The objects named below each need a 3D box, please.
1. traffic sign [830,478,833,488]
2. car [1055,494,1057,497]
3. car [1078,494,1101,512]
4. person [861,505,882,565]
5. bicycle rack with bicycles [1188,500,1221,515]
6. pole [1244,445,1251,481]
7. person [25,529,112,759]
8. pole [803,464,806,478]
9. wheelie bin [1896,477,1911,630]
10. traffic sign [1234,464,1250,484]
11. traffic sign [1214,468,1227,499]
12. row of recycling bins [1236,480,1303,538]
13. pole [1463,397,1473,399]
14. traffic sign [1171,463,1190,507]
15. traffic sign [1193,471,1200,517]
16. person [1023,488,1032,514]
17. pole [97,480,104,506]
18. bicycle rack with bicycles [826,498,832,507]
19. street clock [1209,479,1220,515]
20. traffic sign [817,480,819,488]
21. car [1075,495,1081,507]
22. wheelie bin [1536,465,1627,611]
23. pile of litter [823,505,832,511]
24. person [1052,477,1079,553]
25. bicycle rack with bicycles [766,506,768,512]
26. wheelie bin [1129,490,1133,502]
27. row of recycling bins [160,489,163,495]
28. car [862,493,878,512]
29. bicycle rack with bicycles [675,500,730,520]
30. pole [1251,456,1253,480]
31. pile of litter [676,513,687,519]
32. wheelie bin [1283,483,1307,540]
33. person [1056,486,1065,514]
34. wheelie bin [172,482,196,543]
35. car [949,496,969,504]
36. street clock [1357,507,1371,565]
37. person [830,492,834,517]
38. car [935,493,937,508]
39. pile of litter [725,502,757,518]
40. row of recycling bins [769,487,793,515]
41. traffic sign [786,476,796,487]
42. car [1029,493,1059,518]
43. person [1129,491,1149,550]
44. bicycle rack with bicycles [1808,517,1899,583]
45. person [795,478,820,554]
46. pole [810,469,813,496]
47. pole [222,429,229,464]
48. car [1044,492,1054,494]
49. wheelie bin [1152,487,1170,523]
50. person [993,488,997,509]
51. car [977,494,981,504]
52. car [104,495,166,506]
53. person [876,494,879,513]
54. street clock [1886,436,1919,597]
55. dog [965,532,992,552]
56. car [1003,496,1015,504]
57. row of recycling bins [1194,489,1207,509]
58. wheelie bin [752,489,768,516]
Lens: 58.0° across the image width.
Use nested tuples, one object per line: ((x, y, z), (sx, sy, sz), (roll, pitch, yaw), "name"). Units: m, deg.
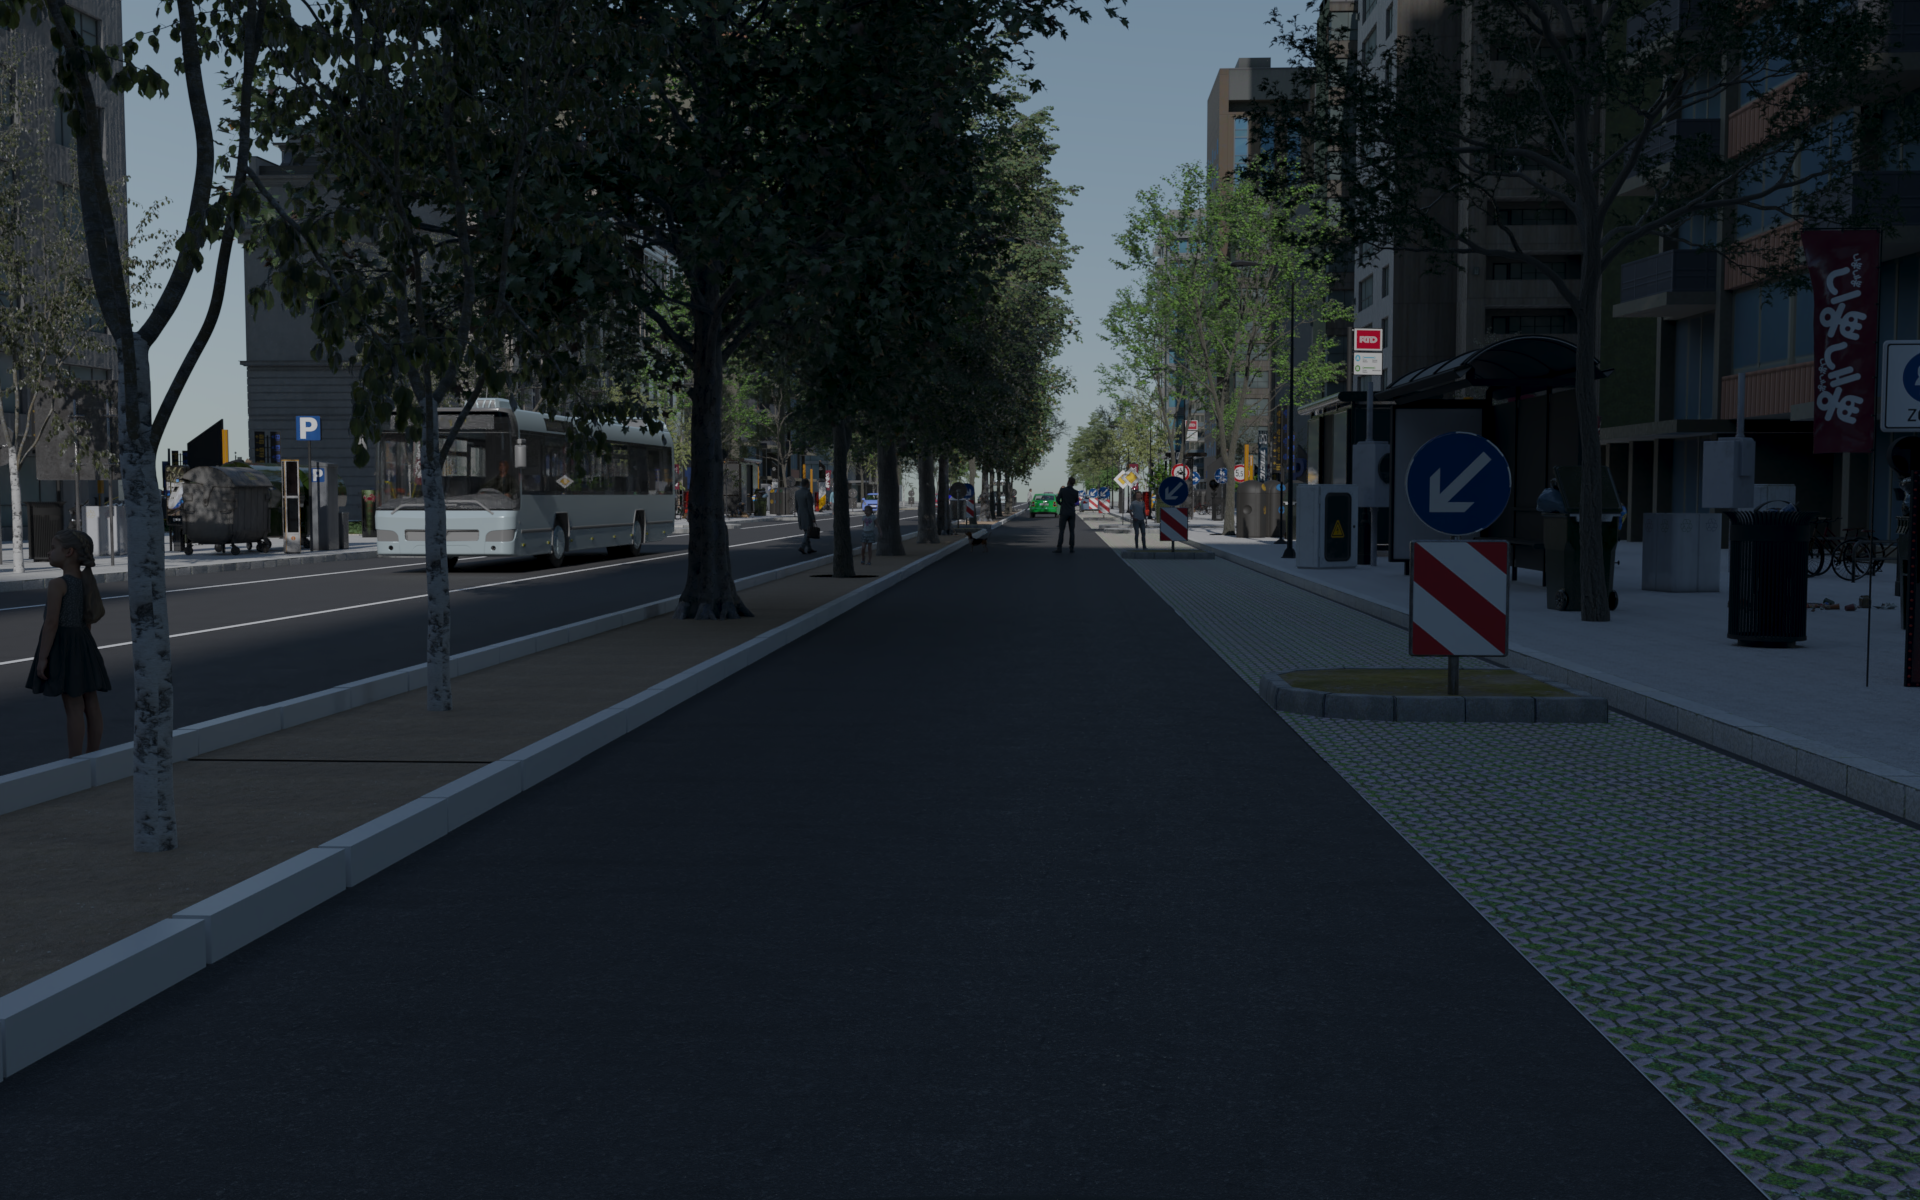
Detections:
((-10.043, -8.375, 137.044), (0.768, 2.556, 0.104), (1, 4, 13), "traffic sign")
((6.862, -7.422, 131.143), (2.009, 1.686, 4.222), (0, 4, 4), "car")
((9.857, -7.191, 129.577), (2.014, 1.417, 4.499), (0, 4, 1), "car")
((-1.780, -1.300, 34.771), (0.505, 1.210, 0.382), (1, 4, 17), "person")
((15.311, -5.656, 105.863), (2.925, 0.926, 2.852), (2, 4, 29), "bicycle rack with bicycles")
((11.807, -4.749, 71.487), (0.158, 3.312, 0.155), (0, 3, 0), "pole")
((-4.533, 0.268, 8.781), (0.373, 1.253, 0.362), (1, 4, 10), "person")
((-10.577, -7.584, 117.833), (0.158, 3.312, 0.155), (0, 3, 0), "pole")
((9.109, -0.502, 16.116), (0.693, 1.594, 0.980), (1, 4, 16), "wheelie bin")
((12.037, -4.543, 74.381), (0.768, 2.556, 0.104), (1, 4, 11), "traffic sign")
((12.795, -5.164, 84.534), (0.768, 2.556, 0.104), (1, 4, 12), "traffic sign")
((9.637, -2.716, 51.517), (3.534, 1.692, 1.069), (-2, 4, -33), "row of recycling bins")
((10.688, -2.610, 36.518), (0.158, 3.312, 0.155), (0, 3, 0), "pole")
((9.174, -4.401, 72.057), (0.768, 2.556, 0.104), (1, 4, 10), "traffic sign")
((13.093, -5.942, 97.264), (0.768, 2.556, 0.104), (1, 4, 12), "traffic sign")
((4.984, -7.188, 125.872), (0.795, 1.843, 0.661), (0, 4, 7), "person")
((-32.019, -4.323, 64.521), (0.158, 3.312, 0.155), (0, 3, 0), "pole")
((-10.631, -7.984, 143.919), (2.925, 0.926, 2.852), (-1, 4, -23), "bicycle rack with bicycles")
((12.489, -4.926, 85.109), (0.471, 2.002, 0.358), (2, 4, 29), "street clock")
((-10.023, -7.533, 125.294), (0.606, 2.300, 0.079), (0, 4, 8), "traffic sign")
((12.626, -10.145, 178.450), (1.945, 1.354, 3.894), (0, 4, 4), "car")
((6.826, -0.688, 19.153), (0.980, 1.594, 0.693), (0, 4, -7), "wheelie bin")
((-10.629, -7.312, 133.521), (1.719, 0.858, 1.176), (0, 4, 0), "pile of litter")
((2.589, -2.089, 42.462), (0.655, 1.846, 0.447), (-1, 4, -14), "person")
((-15.201, -6.565, 120.714), (2.925, 0.926, 2.852), (3, 5, 41), "bicycle rack with bicycles")
((14.379, -8.284, 143.349), (0.693, 1.594, 0.980), (-2, 4, -35), "wheelie bin")
((-63.918, -7.968, 137.395), (1.069, 1.692, 3.534), (1, 4, 21), "row of recycling bins")
((-6.617, -7.668, 134.959), (1.945, 1.707, 3.694), (0, 4, 4), "car")
((-12.762, -4.392, 85.185), (2.925, 0.926, 2.852), (-2, 4, -34), "bicycle rack with bicycles")
((15.434, -5.990, 91.775), (0.158, 3.312, 0.155), (0, 3, 0), "pole")
((-14.036, -4.676, 90.420), (1.719, 0.858, 1.176), (0, 4, -4), "pile of litter")
((9.496, -2.489, 48.603), (0.693, 1.594, 0.980), (-2, 4, -29), "wheelie bin")
((4.439, -4.023, 74.524), (0.600, 1.795, 0.529), (1, 4, 9), "person")
((-20.161, -2.281, 45.209), (0.980, 1.594, 0.693), (2, 4, 23), "wheelie bin")
((-0.020, -7.424, 133.744), (2.083, 1.381, 4.827), (0, 4, 2), "car")
((7.345, -1.640, 31.383), (0.358, 2.002, 0.471), (-2, 4, -26), "street clock")
((-7.837, -6.141, 108.769), (0.638, 1.841, 0.748), (0, 4, 2), "person")
((-2.074, -9.229, 159.926), (2.155, 1.783, 4.494), (0, 4, 2), "car")
((-11.906, -4.893, 93.957), (1.719, 0.858, 1.176), (1, 4, 16), "pile of litter")
((-11.078, -6.153, 107.716), (1.069, 1.692, 3.534), (-1, 4, -18), "row of recycling bins")
((-12.175, -7.599, 124.344), (0.768, 2.556, 0.104), (0, 4, 4), "traffic sign")
((5.204, -5.956, 106.172), (1.959, 1.807, 4.718), (0, 4, 4), "car")
((4.464, -1.946, 42.905), (0.523, 1.515, 0.503), (3, 5, 40), "person")
((13.433, -0.782, 26.161), (2.925, 0.926, 2.852), (-1, 4, -10), "bicycle rack with bicycles")
((-3.650, -2.011, 41.481), (0.694, 1.812, 0.767), (3, 5, 45), "person")
((-12.077, -9.002, 141.025), (0.158, 3.312, 0.155), (0, 3, 0), "pole")
((-23.192, -3.726, 54.763), (0.158, 3.312, 0.155), (0, 3, 0), "pole")
((13.731, -15.899, 268.626), (2.281, 1.827, 5.304), (0, 4, 4), "car")
((8.940, -4.179, 76.232), (0.980, 1.594, 0.693), (0, 4, -1), "wheelie bin")
((1.991, -6.078, 107.715), (0.661, 1.843, 0.795), (0, 4, -8), "person")
((3.576, -15.351, 260.767), (2.009, 1.686, 4.222), (0, 4, 5), "car")
((-34.000, -3.714, 70.944), (3.980, 1.641, 2.015), (0, 4, 4), "car")
((-6.056, -7.482, 131.007), (0.537, 1.800, 0.526), (2, 4, 33), "person")
((11.849, -1.045, 21.661), (0.471, 2.002, 0.358), (1, 4, 13), "street clock")
((0.446, -1.428, 42.631), (0.540, 0.507, 0.406), (-2, 4, -32), "dog")
((7.217, -15.396, 260.758), (2.155, 1.783, 4.494), (0, 4, 2), "car")
((19.497, -8.069, 139.042), (1.069, 1.692, 3.534), (-1, 4, -17), "row of recycling bins")
((-11.592, -5.687, 100.885), (0.980, 1.594, 0.693), (-2, 4, -31), "wheelie bin")
